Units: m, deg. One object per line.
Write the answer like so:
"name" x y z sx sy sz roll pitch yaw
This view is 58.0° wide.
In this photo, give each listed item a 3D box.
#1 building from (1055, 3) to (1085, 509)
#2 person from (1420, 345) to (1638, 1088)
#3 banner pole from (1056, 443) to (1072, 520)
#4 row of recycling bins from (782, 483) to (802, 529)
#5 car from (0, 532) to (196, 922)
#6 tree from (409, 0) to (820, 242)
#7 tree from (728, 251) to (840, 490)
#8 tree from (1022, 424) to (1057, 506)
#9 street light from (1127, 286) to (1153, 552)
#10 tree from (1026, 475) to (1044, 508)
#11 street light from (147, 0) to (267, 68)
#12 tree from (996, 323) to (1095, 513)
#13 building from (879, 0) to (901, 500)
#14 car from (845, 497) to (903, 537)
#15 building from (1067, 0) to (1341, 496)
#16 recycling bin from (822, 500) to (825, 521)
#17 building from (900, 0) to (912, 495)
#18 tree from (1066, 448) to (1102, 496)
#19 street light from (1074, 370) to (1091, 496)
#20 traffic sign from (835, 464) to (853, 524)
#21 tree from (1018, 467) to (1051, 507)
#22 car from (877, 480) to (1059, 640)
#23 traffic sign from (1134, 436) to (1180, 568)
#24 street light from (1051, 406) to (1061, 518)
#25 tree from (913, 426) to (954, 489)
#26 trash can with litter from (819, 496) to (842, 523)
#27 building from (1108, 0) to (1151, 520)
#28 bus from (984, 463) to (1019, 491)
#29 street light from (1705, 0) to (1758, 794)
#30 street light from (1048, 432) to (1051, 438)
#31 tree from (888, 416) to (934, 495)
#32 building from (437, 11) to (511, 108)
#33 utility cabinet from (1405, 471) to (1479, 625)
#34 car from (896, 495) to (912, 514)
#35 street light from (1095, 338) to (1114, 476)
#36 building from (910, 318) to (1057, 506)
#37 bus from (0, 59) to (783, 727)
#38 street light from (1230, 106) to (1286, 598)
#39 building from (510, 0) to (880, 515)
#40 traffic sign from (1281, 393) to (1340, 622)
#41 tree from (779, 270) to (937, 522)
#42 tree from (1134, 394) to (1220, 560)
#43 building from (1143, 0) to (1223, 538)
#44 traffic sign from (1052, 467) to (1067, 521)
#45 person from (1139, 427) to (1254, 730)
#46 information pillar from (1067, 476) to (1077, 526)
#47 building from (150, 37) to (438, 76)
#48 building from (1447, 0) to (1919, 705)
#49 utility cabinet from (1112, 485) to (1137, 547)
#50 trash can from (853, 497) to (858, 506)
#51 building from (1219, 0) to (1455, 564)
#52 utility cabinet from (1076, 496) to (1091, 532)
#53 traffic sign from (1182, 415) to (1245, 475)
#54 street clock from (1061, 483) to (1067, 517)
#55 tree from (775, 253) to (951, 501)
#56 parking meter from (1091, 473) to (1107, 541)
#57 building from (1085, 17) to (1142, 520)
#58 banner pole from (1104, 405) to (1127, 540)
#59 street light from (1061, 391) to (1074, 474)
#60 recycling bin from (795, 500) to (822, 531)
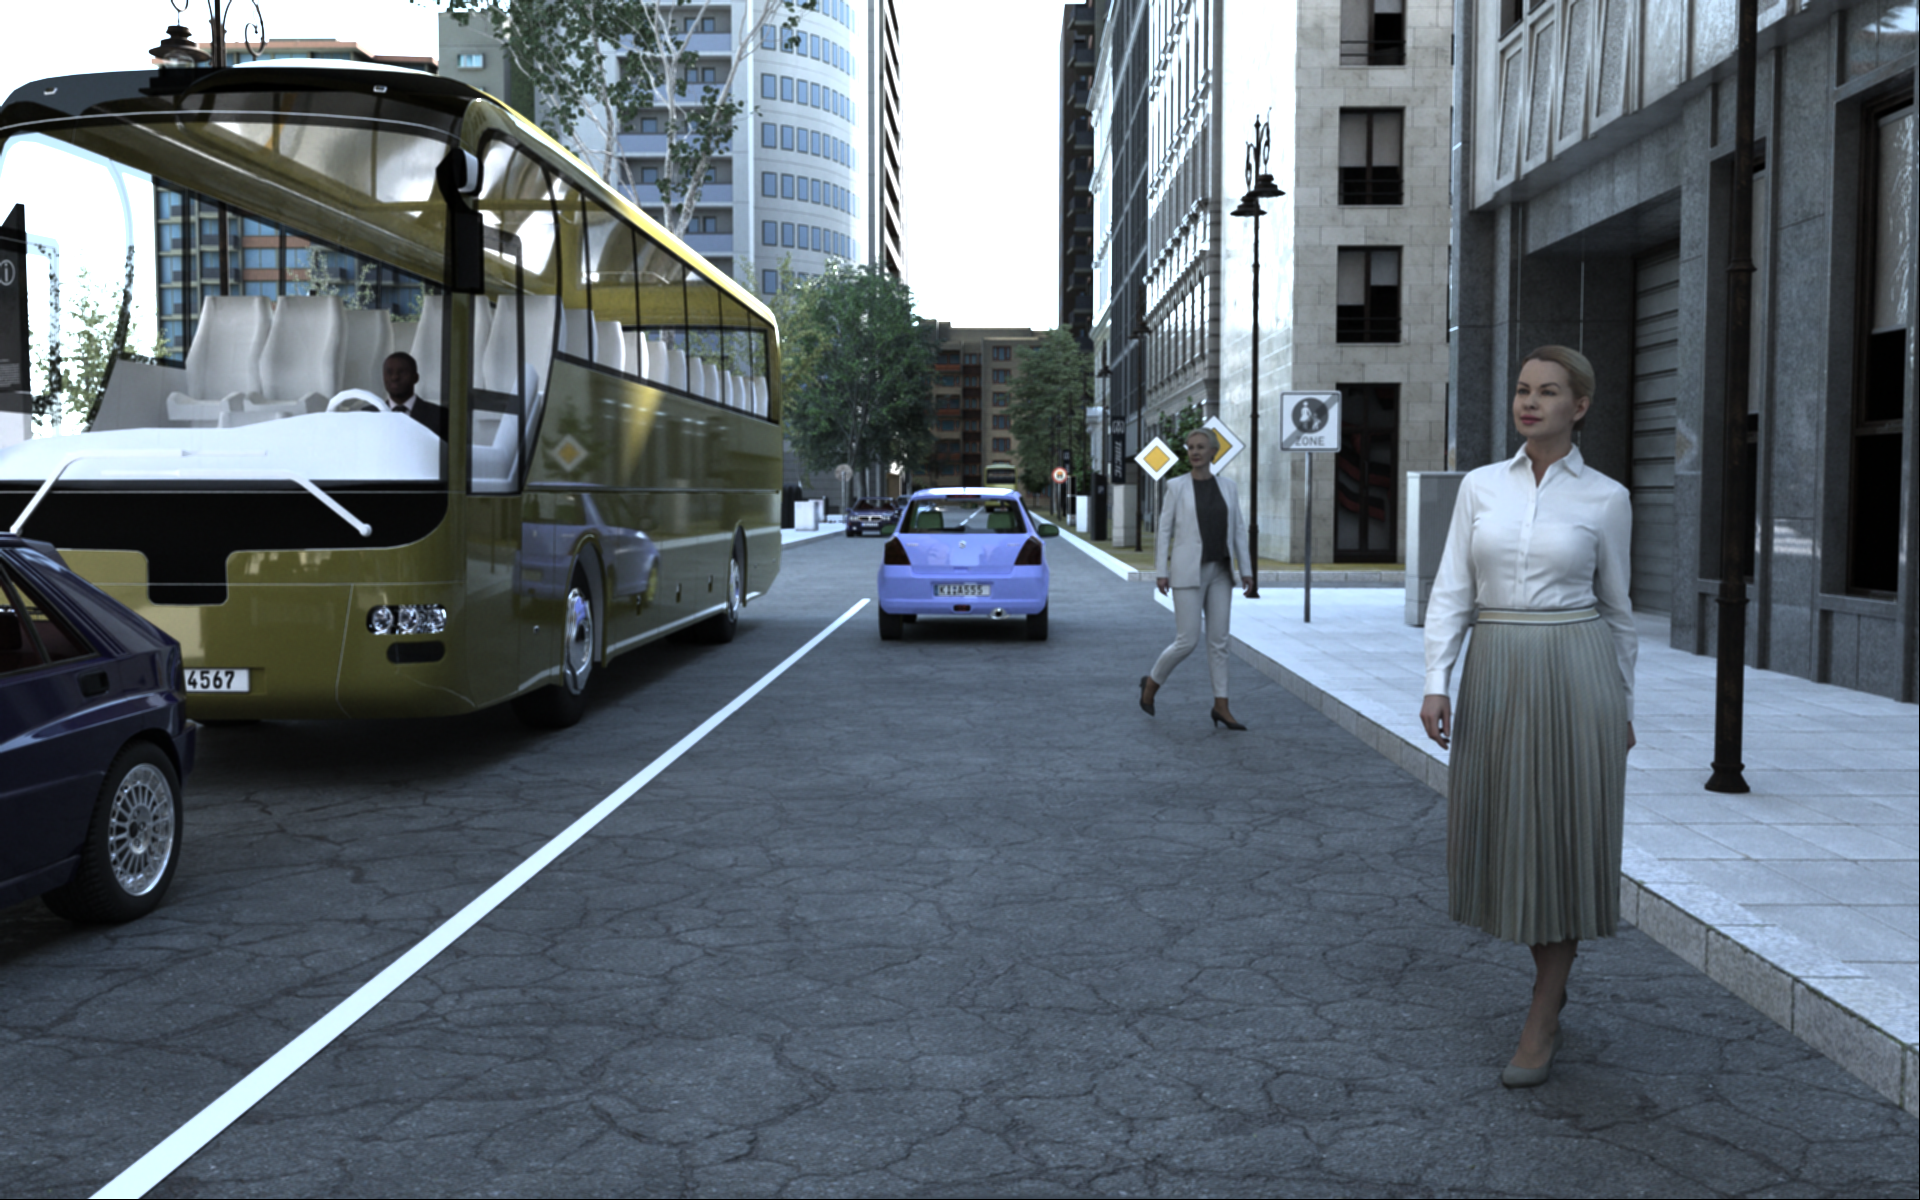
"building" 15.970 -30.981 156.647 14.600 45.320 14.200 0 4 1
"person" 1.475 0.265 4.399 0.478 1.798 0.641 3 4 39
"banner pole" 5.178 -5.859 85.809 0.863 3.779 0.401 -1 4 -23
"row of recycling bins" -6.611 -3.547 65.103 1.069 1.692 3.534 0 4 7
"car" -3.641 0.490 4.569 1.945 1.354 3.894 0 4 2
"tree" -8.025 -11.214 39.245 12.611 20.169 13.585 0 3 0
"tree" -5.802 -6.209 51.881 4.737 8.622 4.395 0 3 0
"tree" 8.359 -14.217 182.810 4.737 8.622 4.395 0 3 0
"street light" 3.993 -4.023 38.570 0.468 5.910 1.993 0 4 1
"tree" 7.239 -10.178 161.012 1.663 3.219 1.824 0 3 0
"street light" -6.262 -2.567 14.755 0.468 5.910 1.993 0 4 1
"tree" 6.276 -12.032 114.842 7.486 12.596 7.792 0 3 0
"building" -16.207 -31.812 143.821 21.300 48.544 21.600 0 4 1
"car" -2.882 -2.842 59.044 1.945 1.354 3.894 0 4 3
"building" 19.667 -29.386 135.081 22.147 44.769 28.867 0 4 1
"recycling bin" -6.455 -4.033 78.494 0.722 1.027 0.722 0 4 1
"building" -15.590 -44.664 168.510 20.611 71.187 20.563 0 4 1
"tree" 5.108 -4.806 73.187 1.663 3.219 1.824 0 3 0
"street light" 4.645 -5.617 64.625 0.468 5.910 1.993 0 4 1
"traffic sign" -4.908 -4.465 73.109 0.768 2.556 0.104 0 4 4
"tree" 7.510 -11.738 175.635 4.285 4.588 4.351 0 3 0
"car" 0.087 -0.535 18.331 1.945 1.707 3.694 0 4 2
"traffic sign" 3.392 -1.609 29.952 0.795 2.450 0.064 0 4 1
"street light" 5.180 -7.224 90.893 0.468 5.910 1.993 0 4 1
"tree" -2.636 -13.915 177.869 4.360 8.622 3.978 0 3 0
"trash can with litter" -6.057 -4.021 76.803 1.678 1.210 2.233 0 4 -4
"building" 14.017 -17.066 72.532 14.314 27.812 24.014 0 4 1
"bus" 3.294 -8.952 137.913 2.896 3.916 12.252 0 4 2
"street light" 3.325 -2.112 7.327 0.468 5.910 1.993 0 4 1
"street light" 5.540 -8.048 104.375 0.468 5.910 1.993 0 4 1
"tree" -3.914 -11.021 130.555 4.737 8.622 4.395 0 3 0
"building" -36.718 -33.320 168.486 21.600 48.544 21.300 0 4 1
"utility cabinet" 4.951 -0.500 16.849 1.173 1.500 0.318 -1 4 -11
"car" -1.920 -3.607 70.969 2.014 1.417 4.499 0 4 2
"street light" 4.281 -4.817 51.552 0.468 5.910 1.993 0 4 1
"building" -2.795 -22.007 204.856 28.899 21.520 27.650 0 4 1
"bus" -3.455 -1.367 13.899 2.896 3.916 12.252 0 4 2
"street light" 3.618 -2.962 21.221 0.468 5.910 1.993 0 4 1
"building" -16.983 -35.270 118.668 21.231 58.520 28.212 0 4 1
"traffic sign" 3.470 -0.925 17.250 0.606 2.300 0.079 0 4 3
"tree" -4.877 -9.395 79.356 9.928 11.665 9.643 0 3 0
"tree" 4.509 -2.393 33.725 1.663 3.219 1.824 0 3 0
"building" 10.930 -12.352 51.107 9.793 20.994 18.267 0 4 1
"traffic sign" 4.710 -4.994 81.756 0.768 2.556 0.104 0 4 5
"person" 1.458 -0.145 10.754 0.514 1.842 0.818 -3 4 -37
"information pillar" 4.487 -3.977 69.518 0.304 2.012 0.304 -1 4 -18
"building" -61.943 -31.477 169.272 28.867 44.769 22.147 0 4 1
"building" 11.449 -11.708 9.452 12.078 24.808 19.932 0 4 1
"utility cabinet" 4.006 -2.026 41.805 0.318 1.500 1.173 2 4 25
"trash can" -5.835 -5.234 97.230 0.748 1.137 0.748 0 3 0
"building" 14.584 -11.098 36.208 16.860 20.320 10.420 0 4 1
"utility cabinet" 4.234 -2.883 58.303 0.306 1.237 1.020 -1 4 -17
"traffic sign" 3.210 -1.121 21.969 0.795 2.450 0.064 0 4 1
"street clock" 5.934 -5.739 98.403 0.358 2.002 0.471 -1 4 -14
"tree" -5.227 -11.235 90.351 9.857 13.997 8.962 0 3 0
"parking meter" 3.824 -2.569 47.713 0.399 1.863 0.255 -2 4 -28
"building" 14.048 -18.889 94.744 13.634 28.700 20.117 0 4 1
"banner pole" 4.327 -3.597 48.836 0.863 3.779 0.401 -2 4 -24
"street light" 4.941 -6.411 77.606 0.468 5.910 1.993 0 4 1
"recycling bin" -5.284 -2.885 59.732 0.722 1.027 0.722 0 4 6
